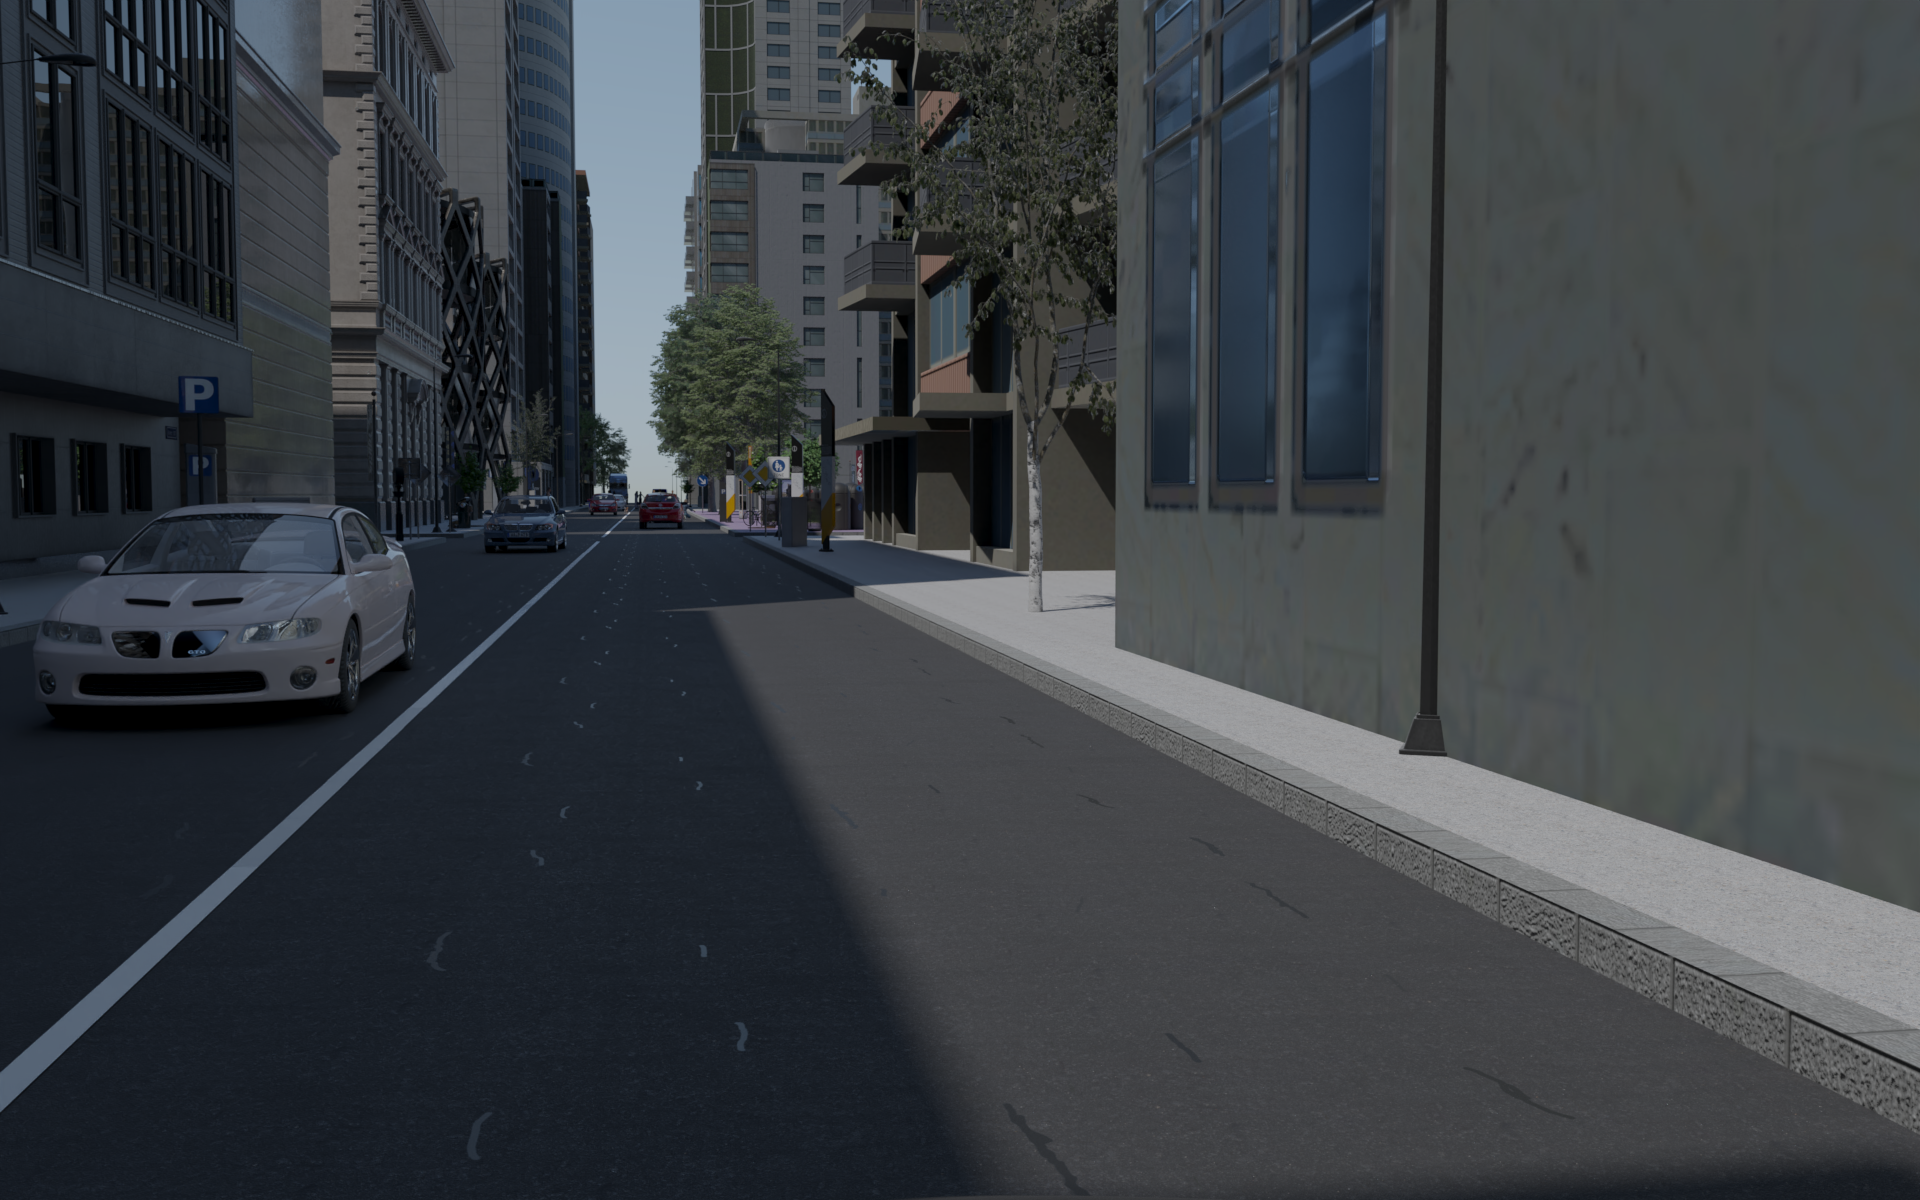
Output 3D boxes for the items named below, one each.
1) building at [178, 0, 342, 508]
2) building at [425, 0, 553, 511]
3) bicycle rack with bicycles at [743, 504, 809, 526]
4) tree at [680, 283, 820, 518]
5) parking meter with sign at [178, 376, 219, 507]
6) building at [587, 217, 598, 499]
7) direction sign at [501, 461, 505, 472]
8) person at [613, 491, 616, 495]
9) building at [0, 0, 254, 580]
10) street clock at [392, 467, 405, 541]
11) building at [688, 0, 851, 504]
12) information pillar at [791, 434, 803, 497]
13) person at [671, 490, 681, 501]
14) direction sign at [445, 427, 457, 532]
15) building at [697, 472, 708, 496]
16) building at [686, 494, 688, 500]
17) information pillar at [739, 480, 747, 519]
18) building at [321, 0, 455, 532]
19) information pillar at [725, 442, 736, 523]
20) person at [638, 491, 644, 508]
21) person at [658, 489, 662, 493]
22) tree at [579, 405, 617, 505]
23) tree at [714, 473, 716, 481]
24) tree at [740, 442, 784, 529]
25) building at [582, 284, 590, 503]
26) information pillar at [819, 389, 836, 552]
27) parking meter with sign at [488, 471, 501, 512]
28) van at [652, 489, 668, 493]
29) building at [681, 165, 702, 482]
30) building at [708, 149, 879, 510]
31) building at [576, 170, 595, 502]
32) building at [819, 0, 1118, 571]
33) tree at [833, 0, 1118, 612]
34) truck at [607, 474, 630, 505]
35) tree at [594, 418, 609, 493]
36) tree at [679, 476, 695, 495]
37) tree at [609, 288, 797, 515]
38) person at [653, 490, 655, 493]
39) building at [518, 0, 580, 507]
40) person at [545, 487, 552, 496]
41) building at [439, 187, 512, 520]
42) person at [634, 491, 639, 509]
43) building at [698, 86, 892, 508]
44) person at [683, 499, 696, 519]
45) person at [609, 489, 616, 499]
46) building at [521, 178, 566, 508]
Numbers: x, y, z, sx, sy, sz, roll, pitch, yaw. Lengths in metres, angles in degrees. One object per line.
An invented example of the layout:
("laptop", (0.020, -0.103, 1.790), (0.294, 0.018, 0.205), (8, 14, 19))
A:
("building", (-25.910, -15.538, 39.954), (20.117, 28.700, 13.634), (-1, 4, -10))
("building", (-43.740, -42.813, 138.249), (20.563, 71.187, 20.611), (-1, 4, -10))
("bicycle rack with bicycles", (-7.284, -3.441, 69.640), (2.925, 0.926, 2.852), (-1, 4, -20))
("tree", (-11.293, -10.728, 93.531), (7.486, 12.596, 7.792), (0, 3, 0))
("parking meter with sign", (-11.564, -1.848, 26.468), (0.543, 3.016, 1.738), (-1, 4, -21))
("building", (-64.025, -37.866, 269.223), (14.600, 45.320, 14.200), (-1, 4, -10))
("direction sign", (-30.876, -7.659, 117.225), (0.379, 3.537, 0.876), (-2, 4, -34))
("person", (-31.689, -9.152, 158.953), (1.217, 1.723, 0.721), (1, 4, 14))
("building", (-19.070, -13.952, 21.622), (14.314, 27.812, 24.014), (-1, 4, -10))
("street clock", (-15.264, -2.603, 47.122), (0.358, 2.002, 0.471), (-2, 4, -29))
("building", (-25.550, -48.271, 227.488), (20.563, 71.187, 20.611), (-1, 4, -10))
("information pillar", (-6.397, -4.688, 67.997), (0.504, 3.616, 0.183), (1, 4, 19))
("person", (-22.420, -7.707, 135.226), (1.217, 1.735, 0.721), (-1, 4, -18))
("direction sign", (-17.302, -4.085, 58.792), (0.379, 3.537, 0.876), (0, 4, 2))
("building", (-15.412, -21.462, 195.946), (27.650, 21.520, 28.899), (-1, 4, -10))
("building", (-28.372, -36.066, 281.556), (32.217, 40.220, 23.993), (-1, 4, -10))
("information pillar", (-11.112, -5.150, 88.688), (0.304, 2.012, 0.304), (-3, 5, -44))
("building", (-25.954, -14.514, 66.188), (11.050, 23.489, 19.941), (-1, 4, -10))
("information pillar", (-10.254, -5.264, 77.415), (0.504, 3.616, 0.183), (2, 4, 35))
("person", (-34.089, -10.715, 184.482), (1.217, 1.735, 0.721), (2, 4, 26))
("person", (-24.259, -8.072, 140.114), (1.348, 1.869, 0.705), (0, 4, 2))
("tree", (-43.832, -16.812, 200.629), (9.928, 11.665, 9.643), (0, 3, 0))
("tree", (-19.478, -11.434, 137.312), (4.737, 8.622, 4.395), (0, 3, 0))
("tree", (-7.492, -4.271, 64.439), (1.663, 3.219, 1.824), (0, 3, 0))
("building", (-65.190, -38.353, 250.767), (21.300, 48.544, 21.600), (-1, 4, -10))
("information pillar", (-2.926, -2.874, 38.341), (0.183, 3.616, 0.504), (-3, 4, -36))
("parking meter with sign", (-33.275, -7.848, 124.579), (0.543, 3.016, 1.738), (-3, 5, -41))
("van", (-34.974, -12.083, 201.936), (2.240, 2.365, 5.245), (-1, 4, -9))
("building", (-28.915, -38.767, 253.453), (23.786, 49.044, 30.456), (-1, 4, -10))
("building", (-14.653, -23.107, 149.495), (14.160, 30.474, 14.107), (-1, 4, -10))
("building", (-59.503, -34.966, 226.311), (22.147, 44.769, 28.867), (-1, 4, -10))
("building", (8.941, -23.401, 37.223), (22.147, 44.769, 28.867), (-1, 4, -10))
("tree", (0.794, -4.158, 18.345), (4.360, 8.622, 3.978), (0, 3, 0))
("truck", (-46.246, -14.970, 234.524), (2.967, 4.110, 18.799), (-1, 4, -11))
("tree", (-59.002, -23.233, 286.512), (9.857, 13.997, 8.962), (0, 3, 0))
("tree", (-28.523, -11.417, 181.264), (1.663, 3.219, 1.824), (0, 3, 0))
("tree", (-14.559, -12.191, 105.970), (9.857, 13.997, 8.962), (0, 3, 0))
("person", (-25.084, -8.147, 142.227), (1.217, 1.766, 0.721), (-2, 4, -26))
("building", (-50.392, -38.808, 176.505), (21.231, 58.520, 28.212), (-1, 4, -10))
("person", (-21.691, -5.054, 91.234), (0.778, 1.811, 0.616), (-1, 4, -19))
("building", (-36.268, -14.580, 105.843), (16.820, 18.784, 16.811), (-1, 4, -10))
("person", (-31.483, -9.755, 168.660), (0.551, 1.740, 0.621), (3, 5, 39))
("building", (-9.391, -29.213, 169.508), (32.217, 40.220, 23.993), (-1, 4, -10))
("person", (-15.633, -5.161, 98.383), (1.012, 1.151, 0.738), (2, 4, 25))
("person", (-29.323, -8.348, 145.005), (1.348, 1.822, 0.705), (-3, 5, -44))
("building", (-43.499, -23.574, 157.136), (14.160, 30.474, 14.107), (-1, 4, -10))
